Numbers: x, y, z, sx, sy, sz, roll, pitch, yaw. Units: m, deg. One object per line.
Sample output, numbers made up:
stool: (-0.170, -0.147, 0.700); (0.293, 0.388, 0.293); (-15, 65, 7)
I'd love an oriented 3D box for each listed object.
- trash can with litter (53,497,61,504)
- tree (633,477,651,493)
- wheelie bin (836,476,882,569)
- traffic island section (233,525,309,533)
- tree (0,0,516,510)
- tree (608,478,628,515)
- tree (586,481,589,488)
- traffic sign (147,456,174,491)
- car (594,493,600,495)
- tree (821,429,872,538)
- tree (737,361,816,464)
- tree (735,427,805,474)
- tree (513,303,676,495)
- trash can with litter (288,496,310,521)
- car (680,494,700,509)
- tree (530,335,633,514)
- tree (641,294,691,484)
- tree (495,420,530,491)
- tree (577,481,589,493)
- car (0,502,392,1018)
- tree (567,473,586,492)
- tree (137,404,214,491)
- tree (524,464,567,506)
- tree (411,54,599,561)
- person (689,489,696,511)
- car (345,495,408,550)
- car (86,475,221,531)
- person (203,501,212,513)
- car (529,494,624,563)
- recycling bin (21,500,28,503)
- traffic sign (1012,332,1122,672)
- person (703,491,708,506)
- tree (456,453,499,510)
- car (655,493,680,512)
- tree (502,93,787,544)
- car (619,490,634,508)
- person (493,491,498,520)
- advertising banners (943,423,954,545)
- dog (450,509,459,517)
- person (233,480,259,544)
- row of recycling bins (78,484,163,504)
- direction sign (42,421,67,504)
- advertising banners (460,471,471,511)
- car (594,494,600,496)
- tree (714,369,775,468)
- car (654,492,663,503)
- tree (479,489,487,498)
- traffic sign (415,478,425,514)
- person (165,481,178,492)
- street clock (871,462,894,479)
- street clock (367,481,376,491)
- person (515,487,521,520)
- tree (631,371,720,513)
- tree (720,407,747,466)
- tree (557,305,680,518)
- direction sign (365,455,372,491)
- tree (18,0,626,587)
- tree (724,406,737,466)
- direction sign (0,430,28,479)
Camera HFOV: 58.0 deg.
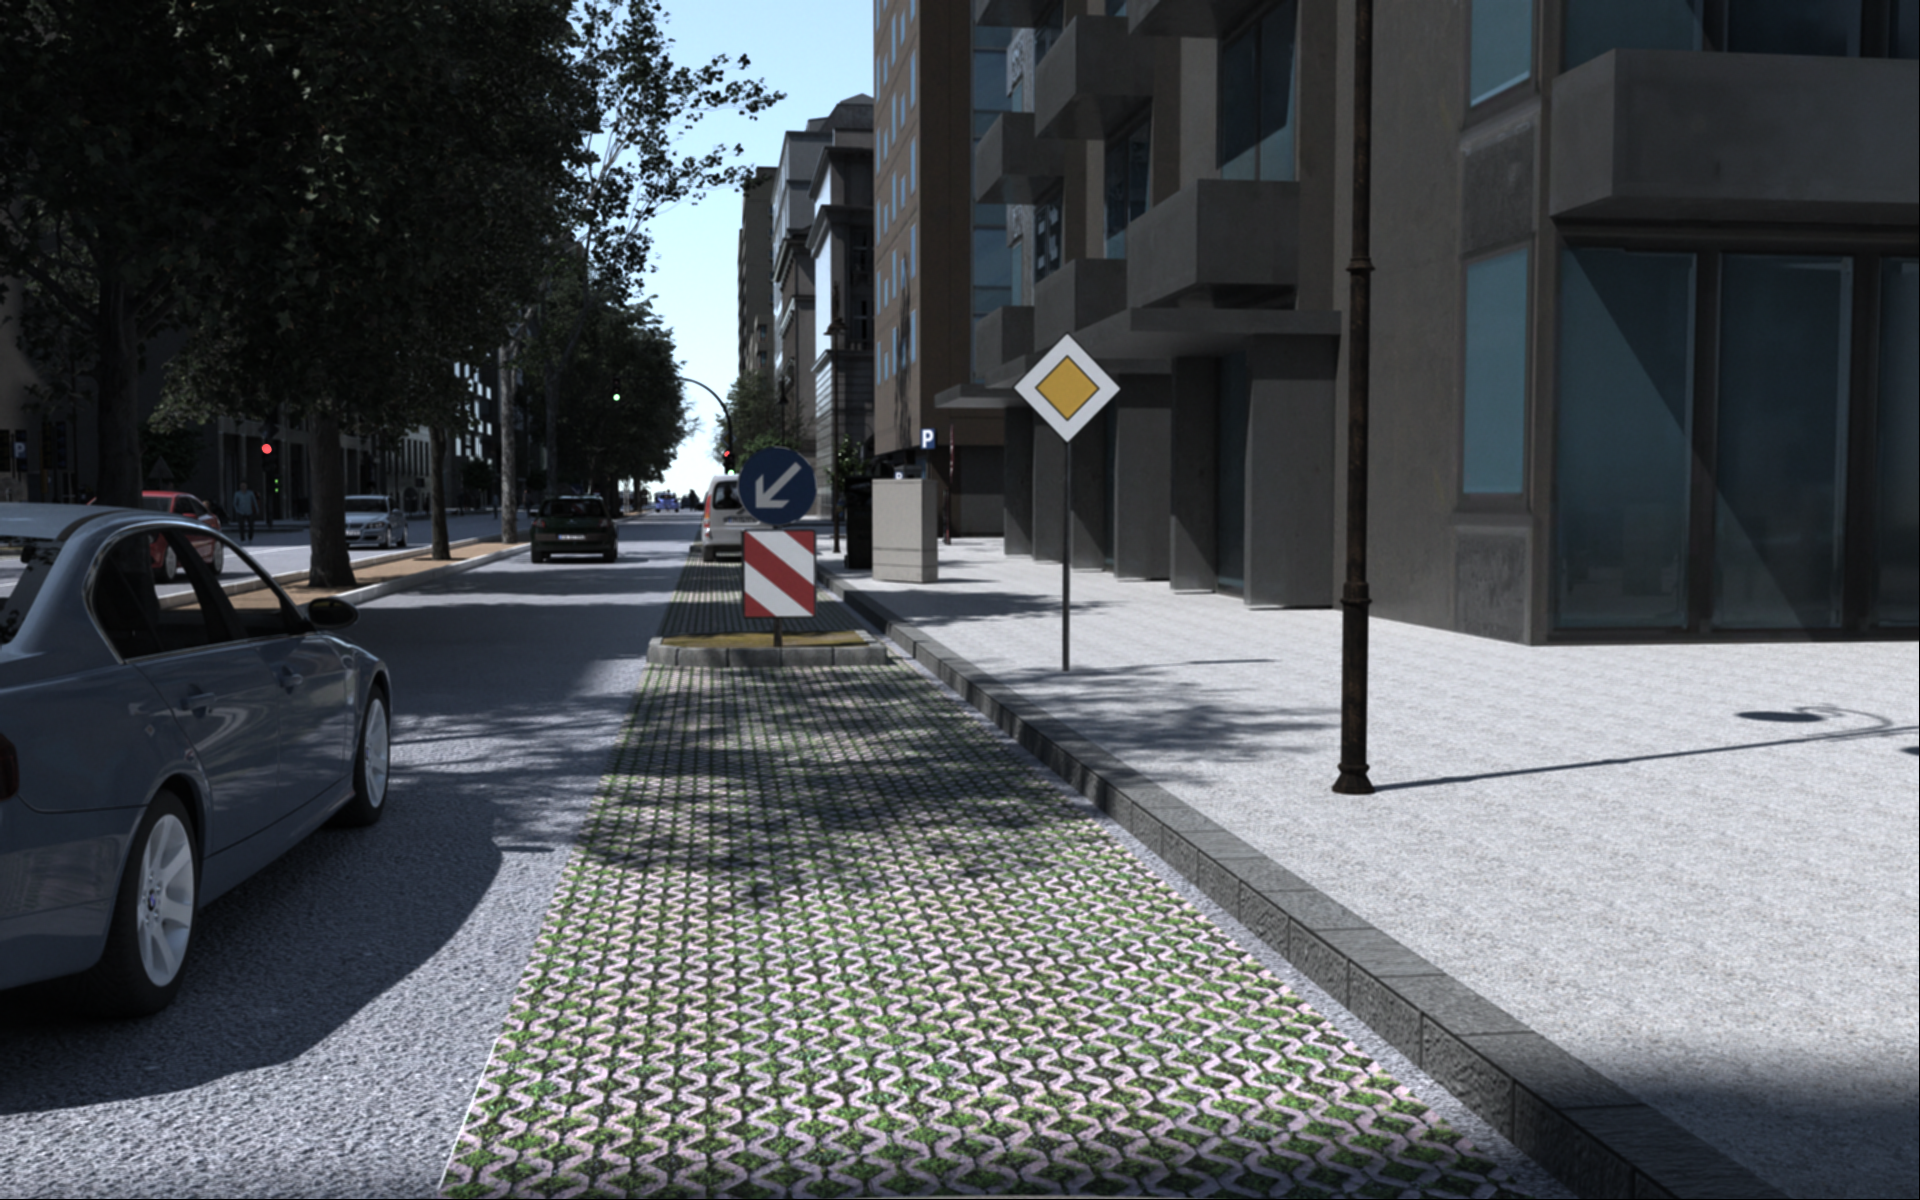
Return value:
trash can with litter: (-32.525, -3.108, 62.204); (0.624, 1.170, 1.055); (0, 4, -4)
tree: (-23.575, -10.404, 122.929); (4.360, 8.622, 3.978); (0, 3, 0)
wheelie bin: (-1.633, -1.339, 29.798); (0.980, 1.594, 0.693); (0, 4, -6)
traffic island section: (-26.070, -2.640, 65.449); (2.009, 0.180, 2.903); (-1, 4, -8)
tree: (-8.107, -5.927, 16.378); (9.611, 12.733, 9.660); (0, 3, 0)
tree: (-22.956, -10.123, 118.331); (4.737, 8.622, 4.395); (0, 3, 0)
tree: (-56.468, -16.648, 255.908); (4.285, 4.588, 4.351); (0, 3, 0)
traffic sign: (-27.060, -3.587, 58.648); (0.884, 2.594, 0.081); (0, 4, -5)
car: (-39.410, -10.869, 187.293); (1.945, 1.707, 3.694); (0, 4, -6)
tree: (-3.405, -3.435, 50.756); (1.663, 3.219, 1.824); (0, 3, 0)
tree: (-9.983, -8.862, 95.250); (4.360, 8.622, 3.978); (0, 3, 0)
tree: (-9.190, -6.166, 84.526); (4.285, 4.588, 4.351); (0, 3, 0)
tree: (-17.988, -8.992, 83.891); (8.767, 10.594, 7.601); (-1, 4, -8)
trash can with litter: (-31.572, -4.487, 84.420); (2.233, 1.210, 1.678); (-1, 4, -22)
car: (-25.787, -9.385, 165.450); (2.014, 1.417, 4.499); (-1, 4, -9)
tree: (-16.994, -7.654, 77.962); (4.360, 8.622, 3.978); (0, 3, 0)
tree: (-19.068, -11.229, 92.703); (9.857, 13.997, 8.962); (0, 3, 0)
tree: (-42.111, -13.110, 164.712); (4.360, 8.622, 3.978); (0, 3, 0)
tree: (-57.890, -16.658, 266.960); (1.663, 3.219, 1.824); (0, 3, 0)
car: (-3.203, 0.372, 5.928); (2.014, 1.417, 4.499); (0, 4, -7)
tree: (-51.276, -14.643, 223.121); (4.285, 4.588, 4.351); (0, 3, 0)
tree: (-28.878, -4.834, 62.755); (4.285, 4.588, 4.351); (0, 3, 0)
tree: (-46.461, -12.709, 191.507); (4.285, 4.588, 4.351); (0, 3, 0)
tree: (-11.309, -6.658, 37.078); (9.928, 11.665, 9.643); (0, 3, 0)
person: (-22.393, -8.372, 145.182); (0.655, 1.846, 0.447); (-1, 4, -13)
car: (-15.781, -2.073, 45.904); (2.014, 1.417, 4.499); (-1, 4, -9)
car: (-13.795, -1.227, 29.103); (2.155, 1.783, 4.494); (-1, 4, -8)
person: (-20.041, -2.009, 46.015); (0.373, 1.253, 0.362); (-1, 4, -10)
car: (-8.276, -1.683, 37.301); (2.009, 1.686, 4.222); (-1, 4, -10)
recycling bin: (-39.062, -3.675, 72.646); (0.722, 1.027, 0.722); (3, 5, 43)
traffic sign: (0.763, -0.689, 12.455); (0.795, 2.450, 0.064); (0, 4, -7)
person: (-8.909, -3.284, 62.212); (0.660, 1.820, 0.620); (-1, 4, -12)
tree: (-38.681, -9.491, 138.895); (4.285, 4.588, 4.351); (0, 3, 0)
car: (-22.986, -7.739, 136.122); (1.945, 1.707, 3.694); (0, 4, -8)
tree: (-11.554, -11.615, 48.246); (12.611, 20.169, 13.585); (0, 3, 0)
car: (-35.628, -10.788, 185.058); (2.281, 1.827, 5.304); (0, 4, -6)
person: (-26.207, -5.345, 97.694); (0.330, 1.601, 0.589); (0, 4, 4)
advertising banners: (-0.294, -2.904, 43.676); (0.090, 3.025, 2.074); (0, 4, -6)
dog: (-31.096, -5.336, 106.530); (0.540, 0.507, 0.406); (-1, 4, -19)
person: (-20.443, -2.512, 49.591); (0.660, 1.820, 0.620); (-2, 4, -30)
row of recycling bins: (-35.264, -3.999, 72.492); (3.534, 1.692, 1.069); (-3, 4, -37)
direction sign: (-28.247, -3.797, 54.079); (0.876, 3.537, 0.379); (1, 4, 16)
advertising banners: (-37.386, -8.241, 130.935); (0.090, 3.025, 2.074); (0, 4, 4)
car: (-26.393, -6.979, 123.894); (2.009, 1.686, 4.222); (0, 4, -6)
tree: (-18.875, -14.606, 156.942); (7.486, 12.596, 7.792); (0, 3, 0)
car: (-49.006, -16.848, 284.143); (2.281, 1.827, 5.304); (-1, 4, -9)
tree: (-39.953, -9.158, 144.331); (1.663, 3.219, 1.824); (0, 3, 0)
traffic sign: (-34.415, -6.619, 110.349); (0.606, 2.300, 0.079); (0, 4, 0)
person: (-23.886, -2.674, 52.326); (0.635, 1.810, 0.391); (-3, 5, -45)
street clock: (-1.735, -2.109, 39.050); (0.471, 2.002, 0.358); (1, 4, 23)
street clock: (-32.297, -5.534, 95.056); (0.471, 2.002, 0.358); (2, 4, 28)
person: (-24.267, -5.257, 94.626); (0.473, 1.802, 0.592); (-2, 4, -28)
tree: (-24.611, -13.437, 132.524); (12.009, 13.543, 11.850); (0, 3, 0)
tree: (-29.848, -19.875, 235.326); (12.009, 13.543, 11.850); (0, 3, 0)
tree: (-20.391, -11.085, 101.823); (7.486, 12.596, 7.792); (0, 3, 0)
direction sign: (-34.262, -6.630, 100.403); (0.379, 3.537, 0.876); (0, 4, 6)
tree: (-9.695, -7.167, 26.285); (9.857, 13.997, 8.962); (0, 3, 0)
tree: (-16.584, -11.356, 136.029); (4.360, 8.622, 3.978); (0, 3, 0)
direction sign: (-33.302, -4.218, 60.964); (0.876, 3.537, 0.379); (-1, 4, -20)
